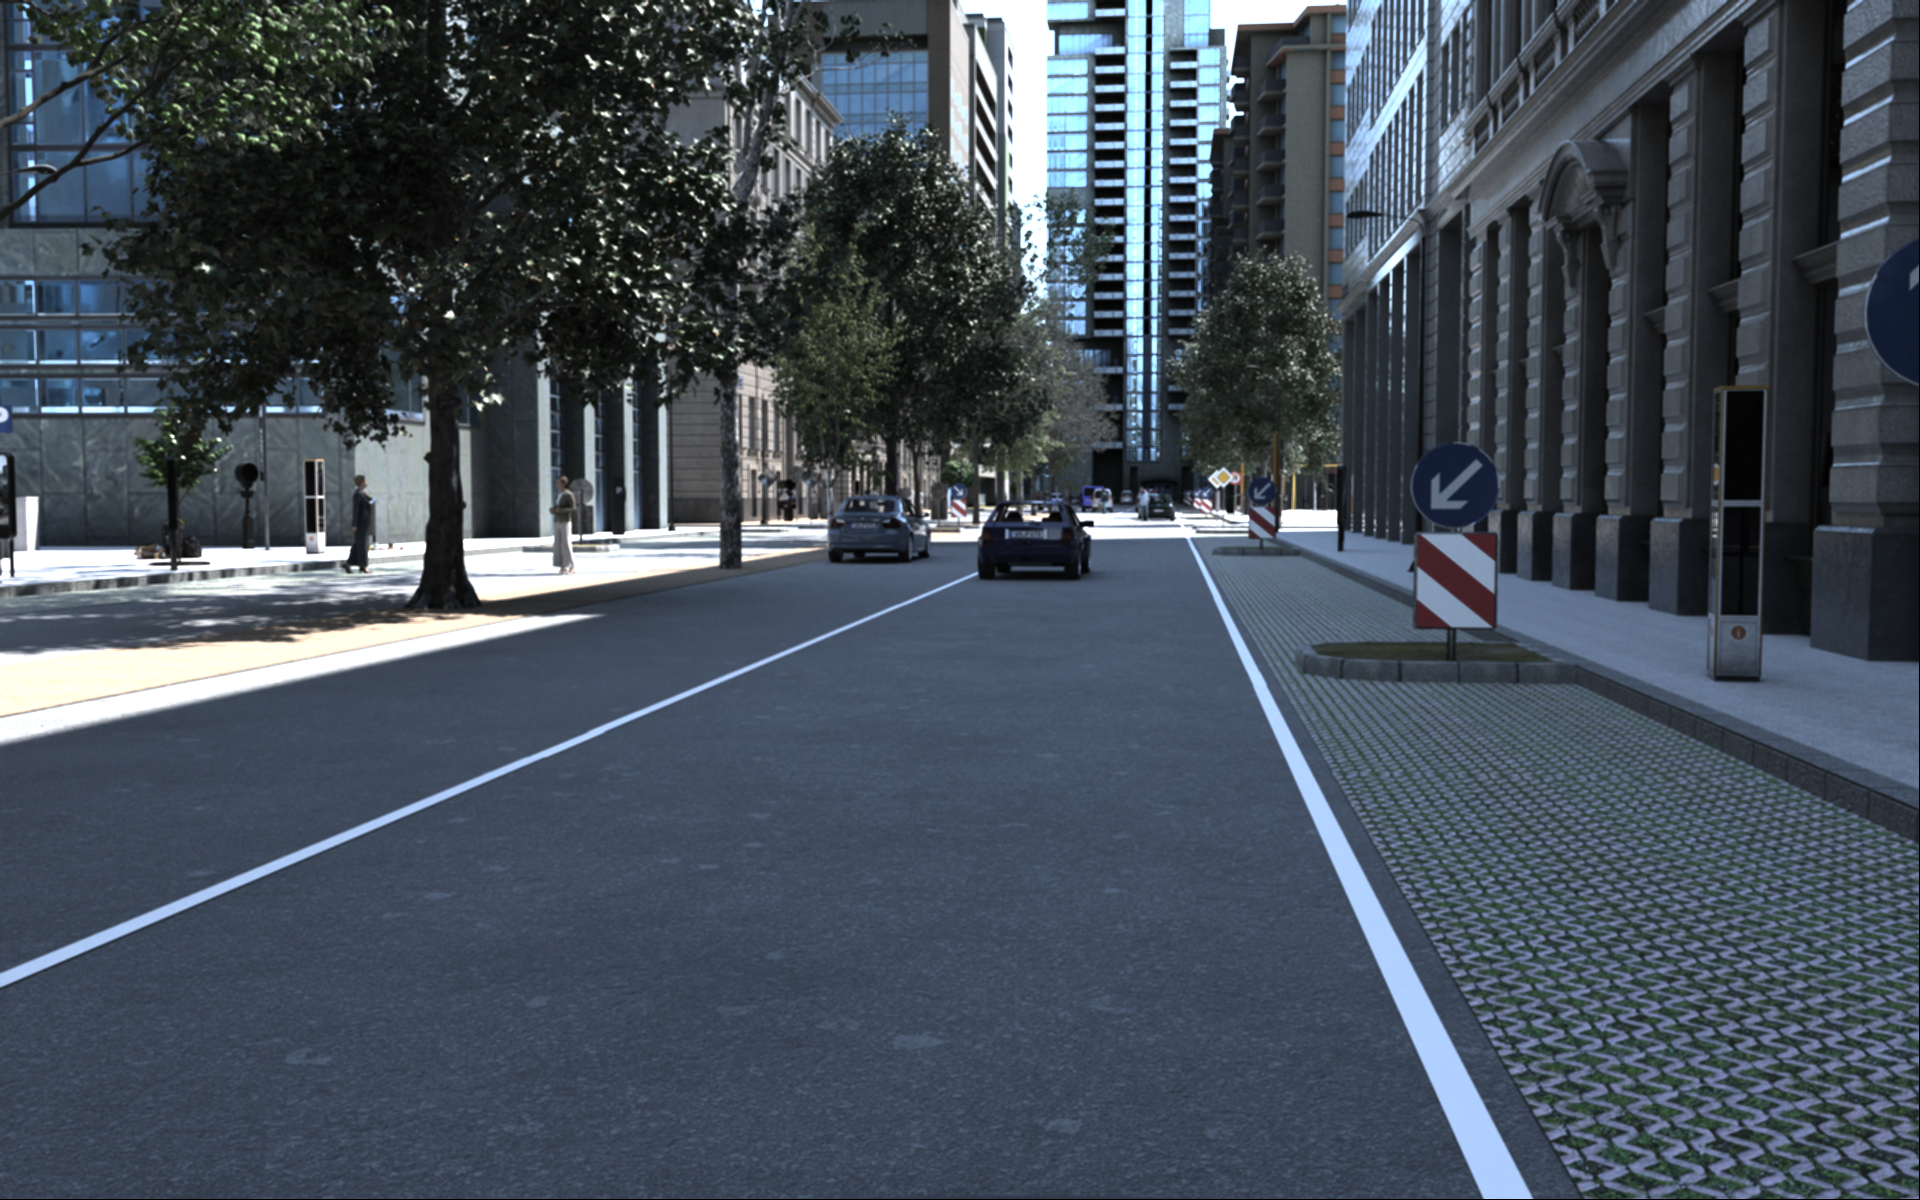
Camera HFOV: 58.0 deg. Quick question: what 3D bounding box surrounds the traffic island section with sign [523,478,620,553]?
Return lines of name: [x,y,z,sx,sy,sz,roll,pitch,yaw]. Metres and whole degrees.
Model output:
traffic island section with sign: [-9.563,-2.104,43.021,1.989,1.847,2.006,0,4,7]

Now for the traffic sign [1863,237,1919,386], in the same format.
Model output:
traffic sign: [4.804,-0.513,8.495,0.768,2.556,0.104,1,4,11]

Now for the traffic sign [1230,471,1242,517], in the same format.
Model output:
traffic sign: [15.228,-5.864,95.977,0.768,2.556,0.104,0,4,8]

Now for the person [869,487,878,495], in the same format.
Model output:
person: [-3.863,-4.317,79.277,0.606,1.804,0.583,3,5,40]

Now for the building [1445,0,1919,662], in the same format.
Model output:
building: [12.814,-11.761,21.170,11.050,23.489,19.941,0,4,7]

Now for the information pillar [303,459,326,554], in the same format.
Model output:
information pillar: [-13.740,-1.980,36.870,0.304,2.012,0.304,1,4,10]

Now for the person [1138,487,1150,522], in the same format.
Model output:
person: [9.439,-4.895,88.792,0.793,1.790,0.793,-2,4,-30]

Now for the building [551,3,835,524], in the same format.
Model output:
building: [-14.159,-17.717,86.930,12.463,27.353,25.104,0,4,7]

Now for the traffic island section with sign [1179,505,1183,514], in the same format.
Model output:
traffic island section with sign: [16.822,-7.018,123.378,1.989,1.847,2.006,0,4,7]

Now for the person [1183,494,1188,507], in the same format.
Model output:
person: [23.886,-10.580,182.002,0.721,1.766,1.217,-3,4,-38]

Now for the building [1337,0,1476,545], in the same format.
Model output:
building: [17.095,-16.390,45.471,11.434,29.767,29.804,0,4,7]

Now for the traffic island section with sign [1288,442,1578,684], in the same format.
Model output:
traffic island section with sign: [3.764,-0.329,14.010,1.989,1.847,2.006,0,4,7]

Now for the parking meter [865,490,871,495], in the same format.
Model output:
parking meter: [-5.143,-5.407,96.822,0.372,1.533,0.369,0,3,0]

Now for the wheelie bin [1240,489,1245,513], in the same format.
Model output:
wheelie bin: [19.114,-6.587,115.605,0.693,1.594,0.980,-3,4,-37]

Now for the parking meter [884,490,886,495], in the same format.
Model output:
parking meter: [-4.408,-5.898,104.842,0.372,1.533,0.369,0,3,0]

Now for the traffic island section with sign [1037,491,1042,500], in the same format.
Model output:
traffic island section with sign: [9.283,-11.759,200.892,1.989,1.847,2.006,0,4,7]

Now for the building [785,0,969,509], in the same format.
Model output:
building: [-6.854,-30.907,155.442,14.600,45.320,14.200,0,4,7]

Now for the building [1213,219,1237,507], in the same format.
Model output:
building: [33.825,-25.134,182.636,14.160,30.474,14.107,0,4,7]

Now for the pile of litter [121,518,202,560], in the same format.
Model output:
pile of litter: [-15.838,-1.250,34.400,1.176,0.858,1.719,3,5,41]

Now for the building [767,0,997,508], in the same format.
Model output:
building: [-7.946,-33.659,174.032,21.300,48.544,21.600,0,4,7]

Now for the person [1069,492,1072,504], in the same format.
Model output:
person: [12.425,-11.328,194.420,0.721,1.735,1.217,0,4,6]

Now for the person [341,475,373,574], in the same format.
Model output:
person: [-10.749,-1.346,30.934,0.534,1.772,0.576,-2,4,-35]

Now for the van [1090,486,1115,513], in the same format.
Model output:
van: [11.164,-7.872,135.726,2.013,2.044,4.112,0,4,5]

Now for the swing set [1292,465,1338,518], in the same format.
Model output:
swing set: [19.264,-5.842,93.143,3.119,2.851,2.862,0,4,8]

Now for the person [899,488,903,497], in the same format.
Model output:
person: [-3.096,-4.799,87.517,0.362,1.759,0.519,-2,4,-30]

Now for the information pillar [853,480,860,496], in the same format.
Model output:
information pillar: [-5.657,-5.494,94.312,0.304,2.012,0.304,0,4,-1]

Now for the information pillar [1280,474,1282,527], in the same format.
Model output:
information pillar: [11.681,-3.622,63.716,0.304,2.012,0.304,0,4,3]

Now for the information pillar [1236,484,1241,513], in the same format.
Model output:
information pillar: [19.432,-7.094,120.481,0.304,2.012,0.304,2,4,28]

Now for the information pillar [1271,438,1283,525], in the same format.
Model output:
information pillar: [13.354,-4.987,72.890,0.504,3.616,0.183,-1,4,-13]

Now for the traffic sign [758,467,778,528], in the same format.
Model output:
traffic sign: [-7.228,-3.761,65.127,0.795,2.450,0.064,0,4,7]

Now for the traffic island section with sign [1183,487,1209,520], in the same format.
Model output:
traffic island section with sign: [13.619,-5.381,96.613,1.989,1.847,2.006,0,4,7]

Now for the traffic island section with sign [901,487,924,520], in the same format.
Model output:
traffic island section with sign: [-3.059,-5.436,97.513,1.989,1.847,2.006,0,4,7]

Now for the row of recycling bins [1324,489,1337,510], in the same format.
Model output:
row of recycling bins: [30.447,-7.912,136.481,3.534,1.692,1.069,1,4,17]

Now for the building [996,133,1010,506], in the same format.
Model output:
building: [-2.156,-31.065,191.502,14.154,41.232,14.086,0,4,7]

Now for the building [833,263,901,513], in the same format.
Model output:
building: [-9.908,-14.945,108.986,10.561,19.102,19.286,0,4,7]

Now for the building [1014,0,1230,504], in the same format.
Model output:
building: [23.961,-56.713,239.935,31.000,86.520,22.319,0,4,7]

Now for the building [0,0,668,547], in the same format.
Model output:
building: [-27.392,-45.183,51.416,31.000,86.520,22.319,0,4,7]

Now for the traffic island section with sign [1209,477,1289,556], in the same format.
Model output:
traffic island section with sign: [6.960,-1.966,40.775,1.989,1.847,2.006,0,4,7]

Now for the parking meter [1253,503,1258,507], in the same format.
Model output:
parking meter: [19.986,-6.834,117.454,0.255,1.863,0.399,3,5,42]

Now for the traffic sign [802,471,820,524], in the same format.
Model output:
traffic sign: [-6.281,-4.246,73.056,0.795,2.450,0.064,0,4,7]

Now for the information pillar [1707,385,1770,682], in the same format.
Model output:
information pillar: [5.343,-0.453,11.906,0.304,2.012,0.304,1,4,14]

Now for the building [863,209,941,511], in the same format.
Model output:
building: [-8.606,-20.439,131.440,12.463,27.353,25.104,0,4,7]

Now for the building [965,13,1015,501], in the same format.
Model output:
building: [-7.778,-41.043,213.054,28.212,58.520,21.231,0,4,7]

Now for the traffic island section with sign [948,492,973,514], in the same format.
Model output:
traffic island section with sign: [0.223,-7.118,125.012,1.989,1.847,2.006,0,4,7]

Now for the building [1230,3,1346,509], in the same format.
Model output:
building: [36.114,-30.930,160.329,22.147,44.769,28.867,0,4,7]

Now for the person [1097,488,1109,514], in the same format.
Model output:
person: [10.093,-6.943,122.003,0.794,1.824,0.713,-3,5,-40]

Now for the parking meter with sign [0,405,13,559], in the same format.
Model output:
parking meter with sign: [-19.254,-2.346,34.611,0.543,3.016,1.738,-2,4,-32]

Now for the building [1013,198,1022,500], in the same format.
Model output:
building: [1.089,-34.025,239.898,14.086,41.232,14.154,0,4,7]

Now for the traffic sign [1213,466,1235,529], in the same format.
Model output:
traffic sign: [9.595,-3.637,63.106,0.795,2.450,0.064,0,4,7]

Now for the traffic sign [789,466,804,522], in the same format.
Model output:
traffic sign: [-7.377,-4.780,78.256,0.768,2.556,0.104,1,4,10]

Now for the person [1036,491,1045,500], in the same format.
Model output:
person: [8.804,-11.146,191.450,1.217,1.736,0.721,-2,4,-25]

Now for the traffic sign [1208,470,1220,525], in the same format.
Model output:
traffic sign: [10.542,-4.122,71.035,0.795,2.450,0.064,0,4,7]

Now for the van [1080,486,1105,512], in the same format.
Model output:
van: [10.849,-8.326,140.518,2.240,2.365,5.245,0,4,5]

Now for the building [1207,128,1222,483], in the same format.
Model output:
building: [40.339,-33.587,203.778,22.147,44.769,28.867,0,4,7]

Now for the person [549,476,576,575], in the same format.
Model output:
person: [-7.072,-1.325,30.707,0.519,1.759,0.362,3,4,38]

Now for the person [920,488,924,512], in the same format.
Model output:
person: [-2.476,-5.854,104.404,0.606,1.804,0.583,-3,5,-41]

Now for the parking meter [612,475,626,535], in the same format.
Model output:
parking meter: [-10.663,-2.961,54.130,0.399,1.863,0.255,-2,4,-24]

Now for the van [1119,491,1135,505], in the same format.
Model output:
van: [21.251,-13.062,220.571,2.013,2.044,4.112,0,4,6]

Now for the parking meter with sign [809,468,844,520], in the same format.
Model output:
parking meter with sign: [-6.752,-5.592,87.687,1.738,3.016,0.543,-2,4,-26]
